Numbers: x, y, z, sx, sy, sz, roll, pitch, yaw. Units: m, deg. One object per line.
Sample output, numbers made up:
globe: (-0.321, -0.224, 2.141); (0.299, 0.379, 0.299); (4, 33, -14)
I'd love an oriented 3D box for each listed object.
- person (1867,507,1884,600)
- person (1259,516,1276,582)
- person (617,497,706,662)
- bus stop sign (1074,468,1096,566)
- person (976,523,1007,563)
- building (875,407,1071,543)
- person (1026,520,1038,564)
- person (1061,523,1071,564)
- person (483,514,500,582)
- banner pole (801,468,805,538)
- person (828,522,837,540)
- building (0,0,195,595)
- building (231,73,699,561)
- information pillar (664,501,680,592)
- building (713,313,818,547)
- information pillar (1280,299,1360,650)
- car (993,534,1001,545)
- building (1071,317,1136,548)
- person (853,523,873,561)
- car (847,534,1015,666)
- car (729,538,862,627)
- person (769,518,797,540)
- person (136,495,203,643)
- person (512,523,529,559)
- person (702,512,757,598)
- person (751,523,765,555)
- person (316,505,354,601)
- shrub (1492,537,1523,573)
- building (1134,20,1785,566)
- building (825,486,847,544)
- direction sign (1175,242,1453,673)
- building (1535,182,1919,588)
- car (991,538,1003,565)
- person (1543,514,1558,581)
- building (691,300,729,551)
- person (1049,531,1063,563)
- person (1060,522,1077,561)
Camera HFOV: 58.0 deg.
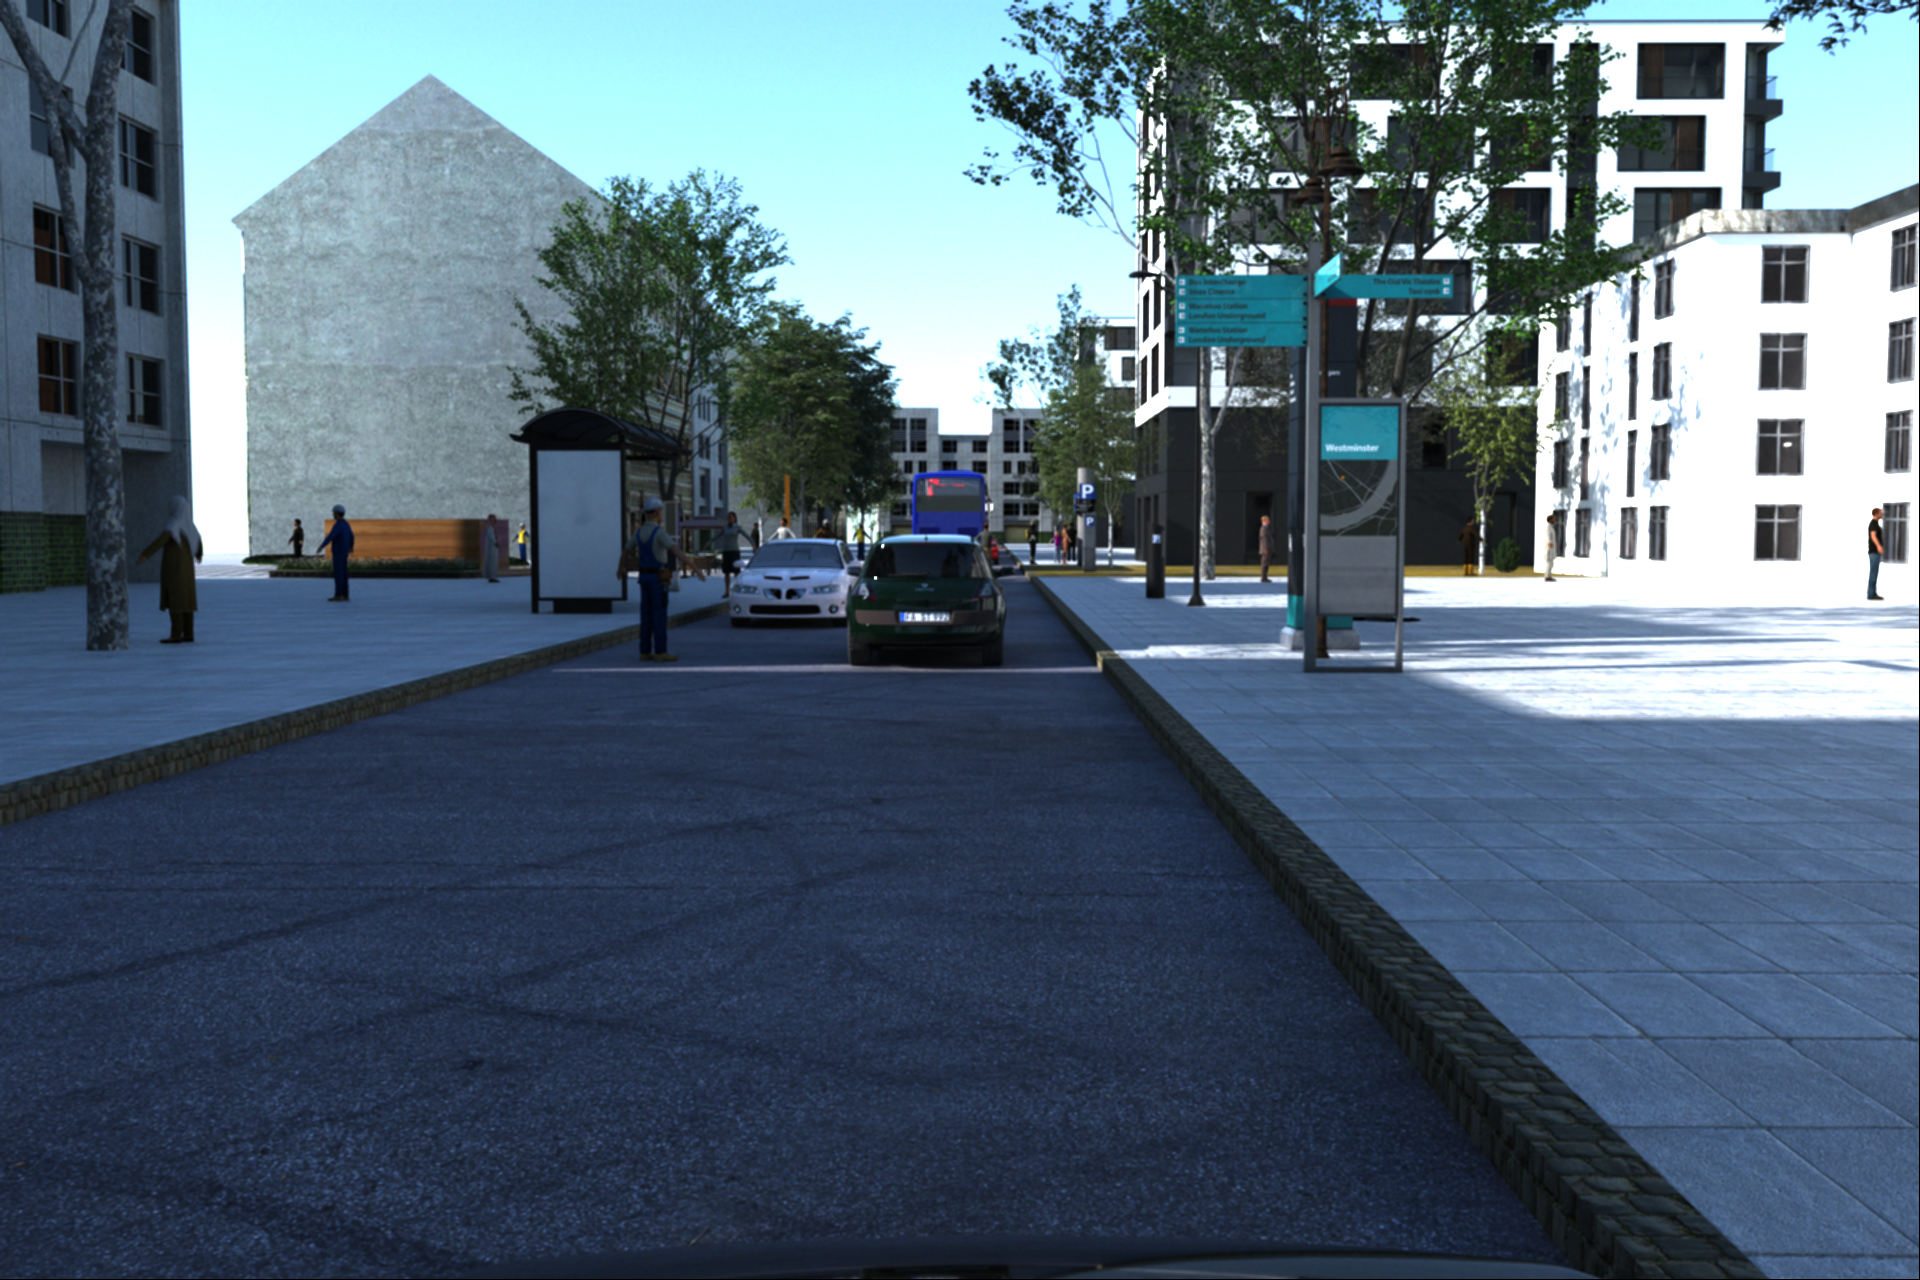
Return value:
person: (17.888, -1.687, 33.799); (0.705, 1.803, 1.348); (2, 4, 27)
person: (8.222, -2.430, 46.321); (0.434, 1.755, 0.990); (1, 4, 14)
person: (-3.435, -0.687, 19.543); (1.347, 1.847, 0.705); (2, 4, 35)
bus stop sign: (4.996, -4.895, 69.053); (0.837, 3.901, 0.837); (0, 4, 1)
person: (0.884, -2.993, 57.669); (1.348, 1.796, 0.705); (1, 4, 17)
building: (3.780, -23.232, 248.755); (31.486, 18.905, 16.747); (0, 4, -4)
person: (3.109, -4.122, 73.176); (0.705, 1.856, 1.354); (0, 4, -2)
person: (4.531, -4.067, 73.298); (0.721, 1.733, 1.217); (-1, 4, -9)
person: (-12.422, -2.443, 46.089); (0.704, 1.811, 1.347); (-1, 4, -18)
banner pole: (-5.959, -4.640, 65.882); (0.401, 3.779, 0.863); (0, 4, 1)
person: (-5.666, -4.238, 75.424); (0.705, 1.813, 1.348); (-2, 4, -32)
building: (-28.748, -9.972, 29.498); (16.747, 18.905, 31.486); (0, 4, 1)
building: (-25.085, -15.985, 92.280); (19.493, 23.208, 18.063); (0, 4, 1)
information pillar: (-6.394, -2.078, 38.471); (0.304, 2.012, 0.304); (0, 4, 2)
building: (-23.980, -21.016, 174.543); (19.493, 23.208, 18.063); (0, 4, 2)
information pillar: (4.040, -1.834, 19.360); (0.750, 3.857, 0.750); (0, 4, 1)
car: (1.973, -7.113, 128.098); (2.131, 1.459, 4.920); (0, 4, 1)
building: (25.376, -20.513, 179.365); (27.936, 21.610, 32.646); (0, 4, 1)
person: (-4.719, -4.715, 83.052); (1.349, 1.833, 0.705); (3, 5, 43)
car: (-0.352, -0.640, 20.253); (2.009, 1.686, 4.222); (0, 4, 1)
car: (-2.593, -0.978, 28.354); (2.083, 1.381, 4.827); (0, 4, 1)
person: (-5.798, -3.102, 56.899); (1.347, 1.806, 0.705); (2, 4, 31)
person: (-9.305, -0.837, 20.455); (0.721, 1.736, 1.217); (0, 4, 8)
person: (-19.313, -4.267, 76.236); (1.216, 1.772, 0.721); (3, 5, 41)
person: (-4.613, -1.707, 34.740); (1.217, 1.735, 0.721); (1, 4, 19)
person: (-9.453, -4.545, 80.534); (0.704, 1.802, 1.346); (-2, 4, -31)
person: (-11.932, -1.675, 33.262); (0.705, 1.842, 1.347); (0, 4, 7)
shrub: (18.192, -2.841, 57.566); (1.383, 1.207, 1.383); (0, 3, 0)
building: (22.439, -14.780, 85.630); (27.936, 21.610, 32.646); (0, 4, 1)
building: (-24.704, -23.946, 222.451); (19.493, 23.208, 18.063); (0, 4, 2)
direction sign: (3.232, -1.630, 15.415); (2.525, 3.948, 1.411); (0, 4, 1)
building: (23.730, -6.289, 44.972); (9.099, 9.664, 28.070); (0, 4, 1)
car: (0.933, -4.437, 81.582); (2.155, 1.783, 4.494); (0, 4, 1)
person: (16.054, -2.506, 47.059); (0.704, 1.819, 1.344); (2, 4, 25)
building: (-27.575, -15.841, 125.458); (16.747, 18.905, 31.486); (0, 4, 1)
person: (4.307, -4.081, 75.983); (0.991, 1.433, 0.599); (-2, 4, -27)
person: (5.268, -4.633, 81.684); (1.347, 1.837, 0.705); (1, 4, 11)
